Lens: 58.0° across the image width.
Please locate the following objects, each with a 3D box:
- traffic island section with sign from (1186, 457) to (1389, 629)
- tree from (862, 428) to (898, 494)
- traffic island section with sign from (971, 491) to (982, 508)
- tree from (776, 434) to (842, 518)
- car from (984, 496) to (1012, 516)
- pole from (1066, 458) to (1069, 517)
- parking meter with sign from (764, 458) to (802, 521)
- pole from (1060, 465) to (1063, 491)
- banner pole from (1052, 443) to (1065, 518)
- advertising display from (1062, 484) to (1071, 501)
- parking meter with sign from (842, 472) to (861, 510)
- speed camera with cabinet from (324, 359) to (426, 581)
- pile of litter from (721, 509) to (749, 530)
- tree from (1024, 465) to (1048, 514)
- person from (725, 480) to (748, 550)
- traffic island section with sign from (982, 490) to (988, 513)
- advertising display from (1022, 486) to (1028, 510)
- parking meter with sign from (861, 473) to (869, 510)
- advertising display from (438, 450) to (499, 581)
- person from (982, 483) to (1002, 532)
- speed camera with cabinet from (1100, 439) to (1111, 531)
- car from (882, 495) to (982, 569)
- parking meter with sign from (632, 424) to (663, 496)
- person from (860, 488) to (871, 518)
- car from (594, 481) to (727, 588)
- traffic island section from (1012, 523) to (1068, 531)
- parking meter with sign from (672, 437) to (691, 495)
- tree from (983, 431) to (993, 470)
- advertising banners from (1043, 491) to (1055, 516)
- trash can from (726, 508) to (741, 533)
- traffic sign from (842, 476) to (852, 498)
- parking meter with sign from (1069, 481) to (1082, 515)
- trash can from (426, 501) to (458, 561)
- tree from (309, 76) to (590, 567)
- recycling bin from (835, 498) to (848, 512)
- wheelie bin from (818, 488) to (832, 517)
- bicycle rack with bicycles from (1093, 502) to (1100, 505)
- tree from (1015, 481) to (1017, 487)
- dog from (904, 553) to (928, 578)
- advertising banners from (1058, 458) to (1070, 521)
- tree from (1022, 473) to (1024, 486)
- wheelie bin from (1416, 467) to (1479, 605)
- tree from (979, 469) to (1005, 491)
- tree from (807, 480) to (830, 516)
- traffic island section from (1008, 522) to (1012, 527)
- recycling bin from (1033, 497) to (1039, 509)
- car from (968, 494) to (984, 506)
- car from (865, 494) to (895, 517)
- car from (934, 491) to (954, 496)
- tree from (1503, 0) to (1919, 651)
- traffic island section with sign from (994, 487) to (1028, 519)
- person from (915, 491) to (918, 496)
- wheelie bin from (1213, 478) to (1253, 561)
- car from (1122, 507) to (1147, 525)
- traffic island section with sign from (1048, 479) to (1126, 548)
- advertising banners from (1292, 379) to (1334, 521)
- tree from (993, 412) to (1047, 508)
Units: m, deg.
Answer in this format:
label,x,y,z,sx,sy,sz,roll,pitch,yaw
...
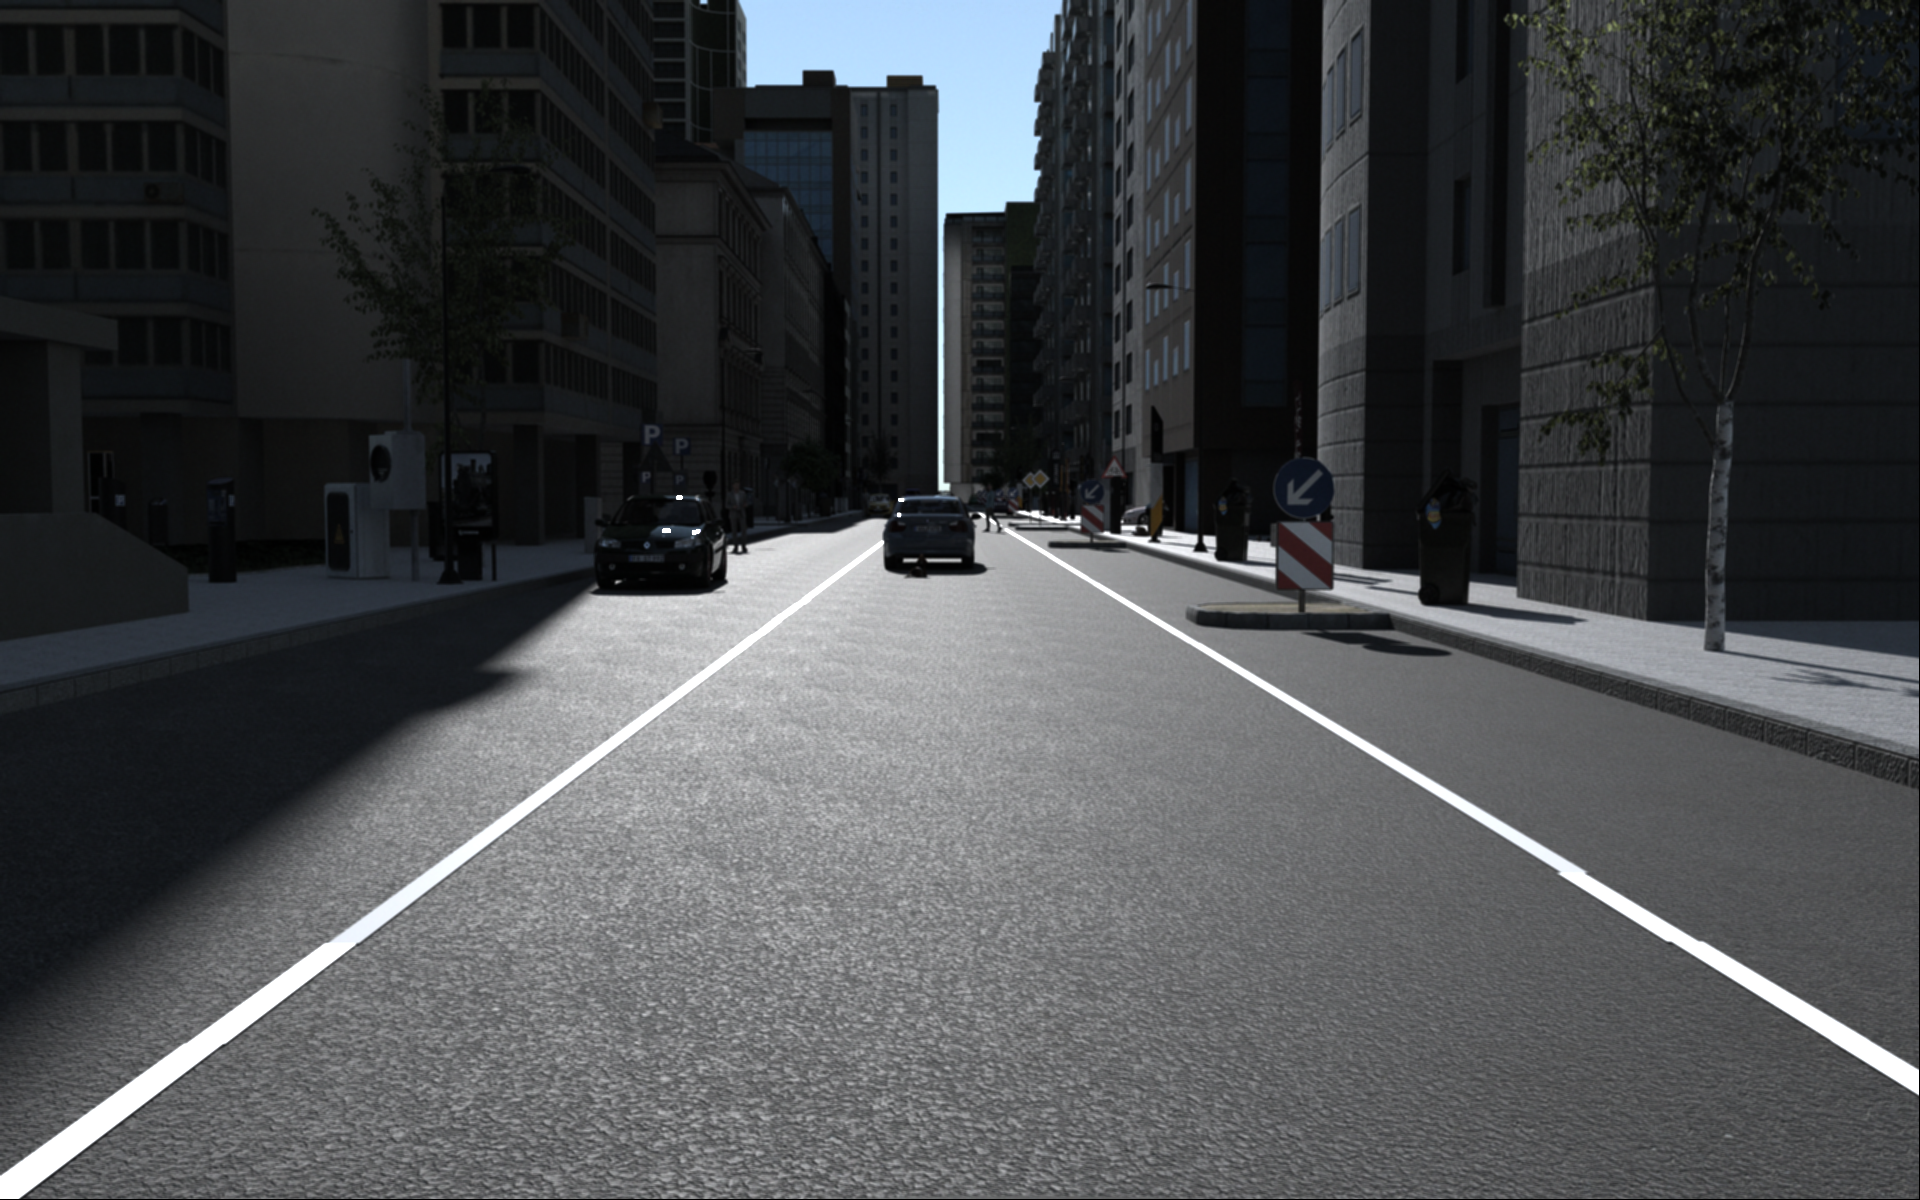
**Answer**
label,x,y,z,sx,sy,sz,roll,pitch,yaw
traffic island section with sign,3.590,-0.659,19.402,1.989,1.847,2.006,0,4,0
tree,-9.132,-15.217,199.154,4.360,8.622,3.978,0,3,0
traffic island section with sign,2.446,-10.456,179.581,1.989,1.847,2.006,0,4,0
tree,-8.075,-6.611,91.808,4.285,4.588,4.351,0,3,0
car,2.621,-6.394,117.126,1.945,1.354,3.894,0,4,-2
pole,6.103,-6.388,98.290,0.158,3.312,0.155,0,3,0
parking meter with sign,-8.467,-5.313,83.129,1.738,3.016,0.543,-2,4,-25
pole,7.087,-7.767,120.828,0.158,3.312,0.155,0,3,0
banner pole,4.898,-5.849,85.650,0.863,3.779,0.401,2,4,29
advertising display,6.872,-6.451,110.684,0.123,1.923,0.974,-3,4,-37
parking meter with sign,-8.852,-8.526,135.660,1.738,3.016,0.543,0,4,7
speed camera with cabinet,-8.765,-1.929,25.875,2.038,3.252,0.660,3,5,43
pile of litter,-8.191,-2.973,62.571,1.176,0.858,1.719,1,4,8
tree,5.329,-7.266,113.405,1.663,3.219,1.824,0,3,0
person,-5.660,-2.166,44.119,0.606,1.804,0.583,-1,4,-21
traffic island section with sign,2.807,-7.371,129.137,1.989,1.847,2.006,0,4,0
advertising display,4.932,-7.951,135.205,0.974,1.923,0.123,-3,5,-43
parking meter with sign,-8.319,-8.863,141.163,1.738,3.016,0.543,-3,4,-38
advertising display,-7.289,-1.254,25.715,0.974,1.923,0.123,1,4,20
person,1.215,-3.498,65.549,0.748,1.841,0.638,1,4,9
speed camera with cabinet,5.275,-4.099,61.356,0.660,3.252,2.038,0,4,6
car,-0.579,-1.381,34.579,2.014,1.417,4.499,0,4,1
parking meter with sign,-7.962,-2.902,43.712,0.543,3.016,1.738,-1,4,-23
person,-5.602,-5.749,102.778,0.678,1.792,0.850,0,4,3
car,-4.725,-1.093,27.653,2.009,1.686,4.222,0,4,-2
traffic island section,3.228,-2.880,69.363,2.009,0.180,2.903,0,4,0
parking meter with sign,-8.501,-3.443,52.560,0.543,3.016,1.738,0,4,-4
tree,4.428,-14.379,185.456,4.737,8.622,4.395,0,3,0
advertising banners,5.354,-6.351,100.031,0.090,3.025,2.074,2,4,32
trash can,-7.565,-2.830,57.927,0.748,1.137,0.748,0,3,0
traffic sign,-8.070,-7.550,123.554,0.768,2.556,0.104,0,4,4
parking meter with sign,7.012,-6.605,104.248,0.543,3.016,1.738,-2,4,-32
trash can,-9.903,-1.325,33.312,0.748,1.137,0.748,0,3,0
tree,-8.645,-4.876,30.092,4.737,8.622,4.395,0,3,0
recycling bin,-8.339,-6.736,122.681,0.722,1.027,0.722,0,4,7
wheelie bin,-7.616,-5.479,97.496,0.693,1.594,0.980,-1,4,-17
bicycle rack with bicycles,9.477,-6.034,112.038,2.852,0.926,2.925,1,4,23
tree,5.353,-9.024,142.142,1.663,3.219,1.824,0,3,0
dog,-0.788,-0.602,30.043,0.748,0.427,0.550,-2,4,-34
advertising banners,5.067,-5.341,83.517,0.090,3.025,2.074,1,4,16
tree,5.816,-8.716,137.115,1.663,3.219,1.824,0,3,0
wheelie bin,5.695,-0.755,20.245,0.693,1.594,0.980,1,4,18
tree,4.112,-14.682,223.767,4.285,4.588,4.351,0,3,0
tree,-8.173,-6.414,99.468,1.663,3.219,1.824,0,3,0
traffic island section,3.171,-3.368,77.348,2.009,0.180,2.903,0,4,0
recycling bin,6.857,-8.494,151.428,0.722,1.027,0.722,-2,4,-34
car,1.972,-12.660,215.787,1.959,1.807,4.718,0,4,-2
car,-5.094,-6.064,109.377,2.015,1.641,3.980,0,4,0
car,-1.804,-11.635,198.912,2.281,1.827,5.304,0,4,-2
tree,6.320,-3.901,14.147,4.360,8.622,3.978,0,3,0
traffic island section with sign,3.001,-5.722,102.182,1.989,1.847,2.006,0,4,0
person,-3.487,-7.819,137.338,0.522,1.701,0.512,0,4,3
wheelie bin,5.281,-1.563,33.463,0.693,1.594,0.980,1,4,19
car,9.394,-3.805,74.575,4.827,1.381,2.083,0,4,0
traffic island section with sign,3.391,-2.329,46.711,1.989,1.847,2.006,0,4,0
advertising banners,5.554,-1.903,27.303,0.090,3.025,2.074,2,4,29
tree,5.835,-12.547,155.507,4.737,8.622,4.395,0,3,0
